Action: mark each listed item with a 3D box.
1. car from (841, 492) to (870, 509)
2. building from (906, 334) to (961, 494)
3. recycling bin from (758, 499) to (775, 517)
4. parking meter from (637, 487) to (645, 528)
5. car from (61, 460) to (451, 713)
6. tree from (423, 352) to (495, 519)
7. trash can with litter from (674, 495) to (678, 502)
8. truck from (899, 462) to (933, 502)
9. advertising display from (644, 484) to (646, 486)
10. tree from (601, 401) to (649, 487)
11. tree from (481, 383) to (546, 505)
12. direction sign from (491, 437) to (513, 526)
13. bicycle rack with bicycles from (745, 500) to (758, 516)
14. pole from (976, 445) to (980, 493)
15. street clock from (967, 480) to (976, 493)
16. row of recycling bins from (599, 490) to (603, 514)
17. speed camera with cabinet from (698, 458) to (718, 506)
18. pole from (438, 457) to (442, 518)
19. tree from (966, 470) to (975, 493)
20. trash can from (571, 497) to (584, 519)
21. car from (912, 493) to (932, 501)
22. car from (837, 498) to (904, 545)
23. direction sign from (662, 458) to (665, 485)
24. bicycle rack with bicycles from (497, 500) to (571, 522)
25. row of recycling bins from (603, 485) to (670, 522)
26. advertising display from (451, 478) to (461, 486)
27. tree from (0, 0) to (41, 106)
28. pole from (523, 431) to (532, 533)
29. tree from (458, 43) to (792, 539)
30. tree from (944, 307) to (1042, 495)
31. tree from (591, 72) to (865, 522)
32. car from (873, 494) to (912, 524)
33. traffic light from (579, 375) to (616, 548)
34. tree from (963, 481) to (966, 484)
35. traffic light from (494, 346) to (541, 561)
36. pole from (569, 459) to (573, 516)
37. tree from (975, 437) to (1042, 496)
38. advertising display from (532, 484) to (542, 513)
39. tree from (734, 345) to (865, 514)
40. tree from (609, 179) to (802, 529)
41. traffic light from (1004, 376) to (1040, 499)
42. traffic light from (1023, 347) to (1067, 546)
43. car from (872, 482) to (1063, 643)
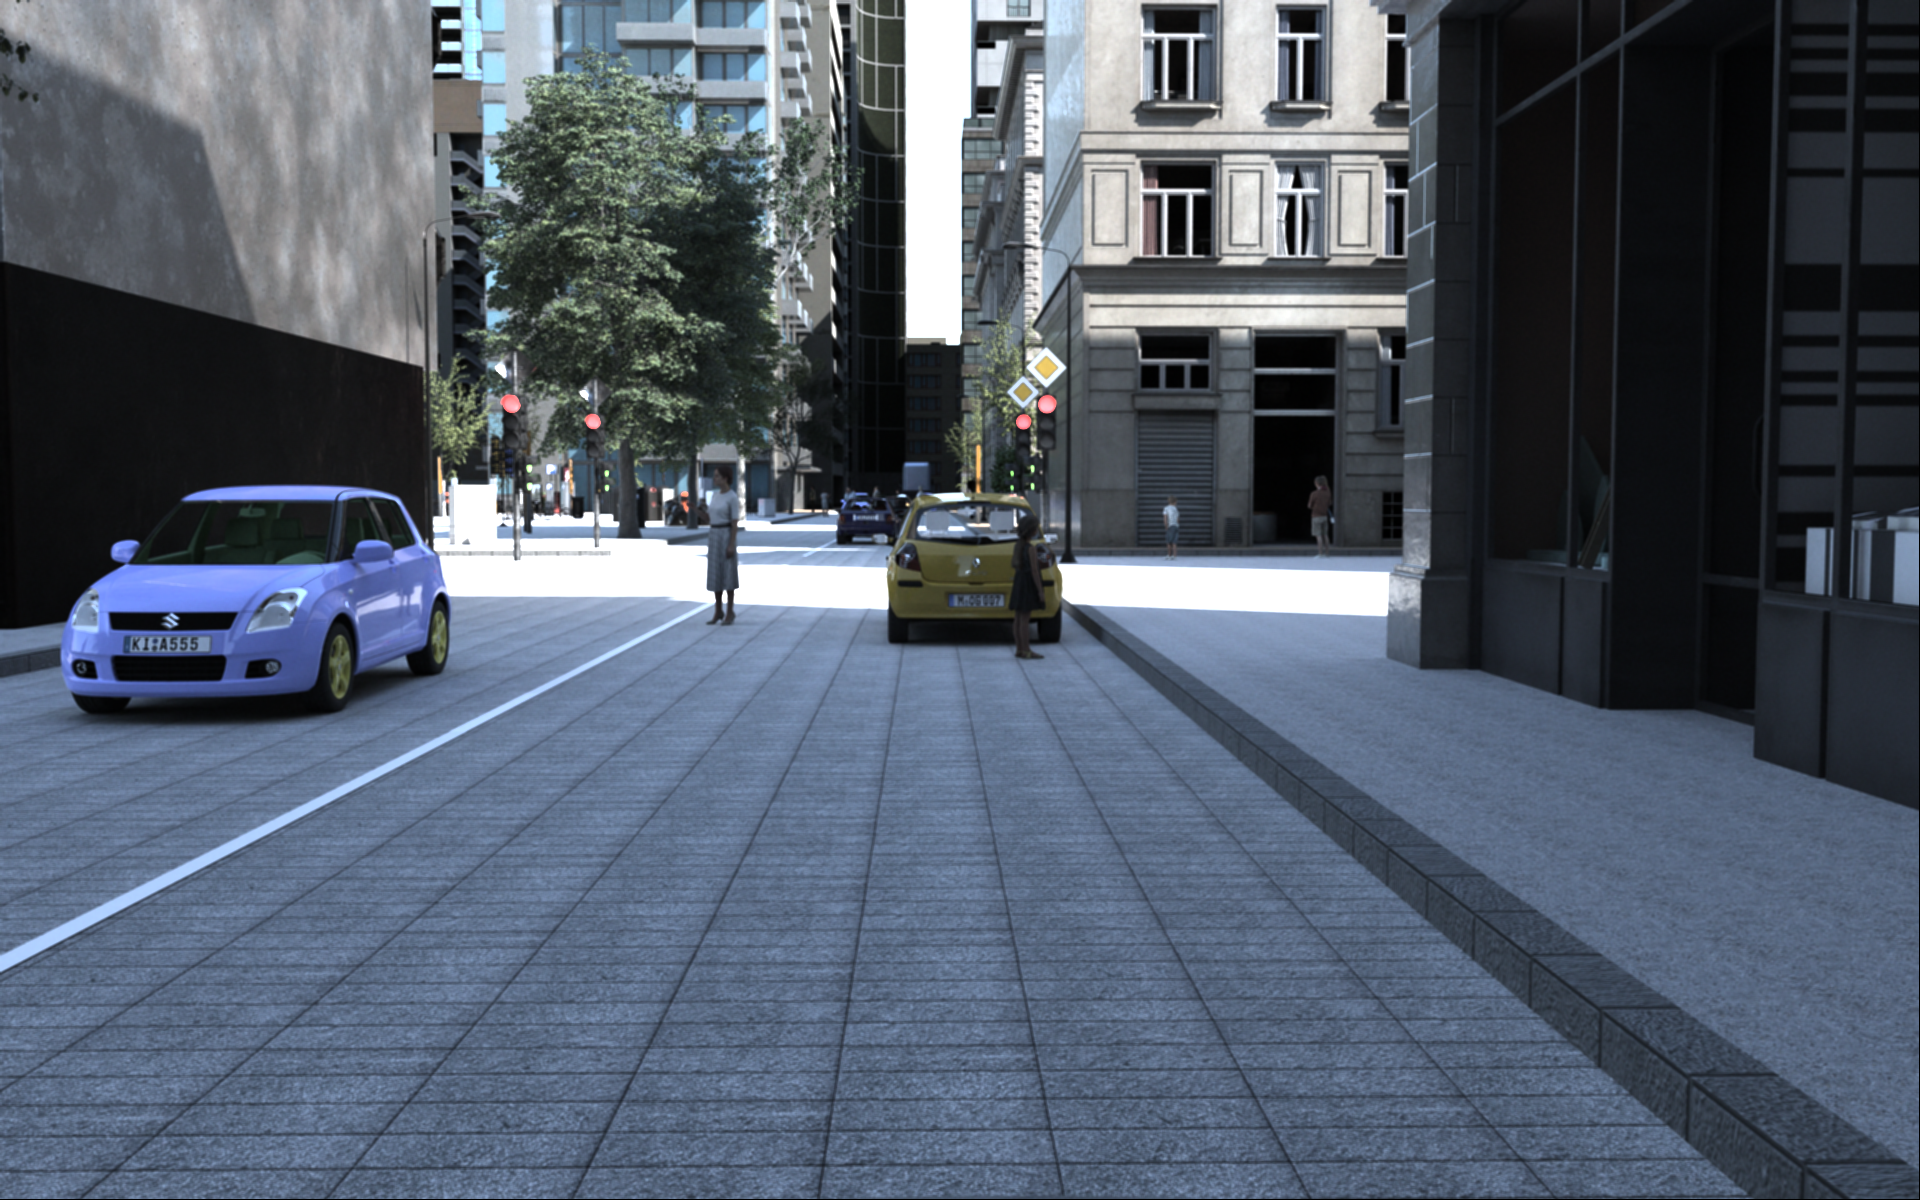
[{"bbox_3d":[-5.924,-5.571,100.675,1.945,1.707,3.694,0,4,1],"label":"car"},{"bbox_3d":[8.005,-22.565,213.980,28.899,21.520,27.650,0,4,-1],"label":"building"},{"bbox_3d":[-10.729,-5.114,96.162,0.722,1.027,0.722,-3,4,-38],"label":"recycling bin"},{"bbox_3d":[-12.069,-3.483,65.355,0.372,1.533,0.369,0,3,0],"label":"parking meter"},{"bbox_3d":[-4.933,-0.176,12.469,1.945,1.707,3.694,0,4,-1],"label":"car"},{"bbox_3d":[-26.200,-8.452,88.546,4.737,8.622,4.395,0,3,0],"label":"tree"},{"bbox_3d":[-18.905,-6.170,111.941,2.233,1.210,1.678,-1,4,-14],"label":"trash can with litter"},{"bbox_3d":[-3.414,-9.243,140.881,2.967,4.110,18.799,0,4,-2],"label":"truck"},{"bbox_3d":[-19.367,-6.195,106.502,0.123,1.923,0.974,-1,4,-10],"label":"advertising display"},{"bbox_3d":[-19.010,-9.047,98.283,4.737,8.622,4.395,0,3,0],"label":"tree"},{"bbox_3d":[-27.770,-9.691,108.807,4.360,8.622,3.978,0,3,0],"label":"tree"},{"bbox_3d":[-18.124,-4.685,68.605,0.876,3.537,0.379,0,4,5],"label":"direction sign"},{"bbox_3d":[-13.703,-5.543,104.006,2.852,0.926,2.925,-3,4,-36],"label":"bicycle rack with bicycles"},{"bbox_3d":[0.756,-4.808,72.452,0.158,3.312,0.155,0,3,0],"label":"pole"},{"bbox_3d":[0.622,-5.202,89.620,0.471,2.002,0.358,0,4,5],"label":"street clock"},{"bbox_3d":[-21.986,-6.206,108.585,1.069,1.692,3.534,-2,4,-28],"label":"row of recycling bins"},{"bbox_3d":[-13.571,-6.108,94.208,0.660,3.252,2.038,-2,4,-31],"label":"speed camera with cabinet"},{"bbox_3d":[-28.345,-6.152,94.420,0.158,3.312,0.155,0,3,0],"label":"pole"},{"bbox_3d":[1.507,-4.138,62.254,1.663,3.219,1.824,0,3,0],"label":"tree"},{"bbox_3d":[-19.964,-4.823,90.511,0.748,1.137,0.748,0,3,0],"label":"trash can"},{"bbox_3d":[-2.494,-6.975,123.632,1.945,1.707,3.694,0,4,-1],"label":"car"},{"bbox_3d":[-2.627,-2.319,50.497,1.945,1.354,3.894,0,4,1],"label":"car"},{"bbox_3d":[-18.788,-7.211,109.890,0.379,3.537,0.876,0,4,-2],"label":"direction sign"},{"bbox_3d":[-20.345,-4.220,82.371,2.925,0.926,2.852,2,4,31],"label":"bicycle rack with bicycles"},{"bbox_3d":[-14.775,-4.481,80.376,1.069,1.692,3.534,2,4,33],"label":"row of recycling bins"},{"bbox_3d":[-19.908,-3.865,68.408,0.123,1.923,0.974,-2,4,-32],"label":"advertising display"},{"bbox_3d":[-8.603,-3.799,12.472,4.360,8.622,3.978,0,3,0],"label":"tree"},{"bbox_3d":[-14.651,-3.955,58.500,0.158,3.312,0.155,0,3,0],"label":"pole"},{"bbox_3d":[-9.582,-8.748,49.681,9.857,13.997,8.962,0,3,0],"label":"tree"},{"bbox_3d":[2.388,-7.255,68.985,4.737,8.622,4.395,0,3,0],"label":"tree"},{"bbox_3d":[-11.652,-13.712,80.072,12.611,20.169,13.585,0,3,0],"label":"tree"},{"bbox_3d":[-2.330,-3.001,58.845,2.009,1.686,4.222,0,4,-2],"label":"car"},{"bbox_3d":[-8.585,-3.181,40.937,0.839,4.253,0.868,0,4,-1],"label":"traffic light"},{"bbox_3d":[1.190,-7.766,121.572,1.663,3.219,1.824,0,3,0],"label":"tree"},{"bbox_3d":[-8.433,-2.693,32.953,0.839,4.253,0.868,0,4,-1],"label":"traffic light"},{"bbox_3d":[-22.346,-6.460,99.457,0.158,3.312,0.155,0,3,0],"label":"pole"},{"bbox_3d":[1.785,-3.897,58.320,1.663,3.219,1.824,0,3,0],"label":"tree"},{"bbox_3d":[-27.926,-6.674,114.330,0.974,1.923,0.123,3,5,41],"label":"advertising display"},{"bbox_3d":[-10.490,-10.672,108.897,8.767,10.594,7.601,-3,5,-40],"label":"tree"},{"bbox_3d":[-9.432,-8.869,63.133,7.486,12.596,7.792,0,3,0],"label":"tree"},{"bbox_3d":[1.474,-3.194,41.144,0.839,4.253,0.868,0,4,-1],"label":"traffic light"},{"bbox_3d":[1.626,-2.706,33.160,0.839,4.253,0.868,0,4,-1],"label":"traffic light"},{"bbox_3d":[0.082,-0.484,18.138,2.015,1.641,3.980,0,4,-2],"label":"car"}]
